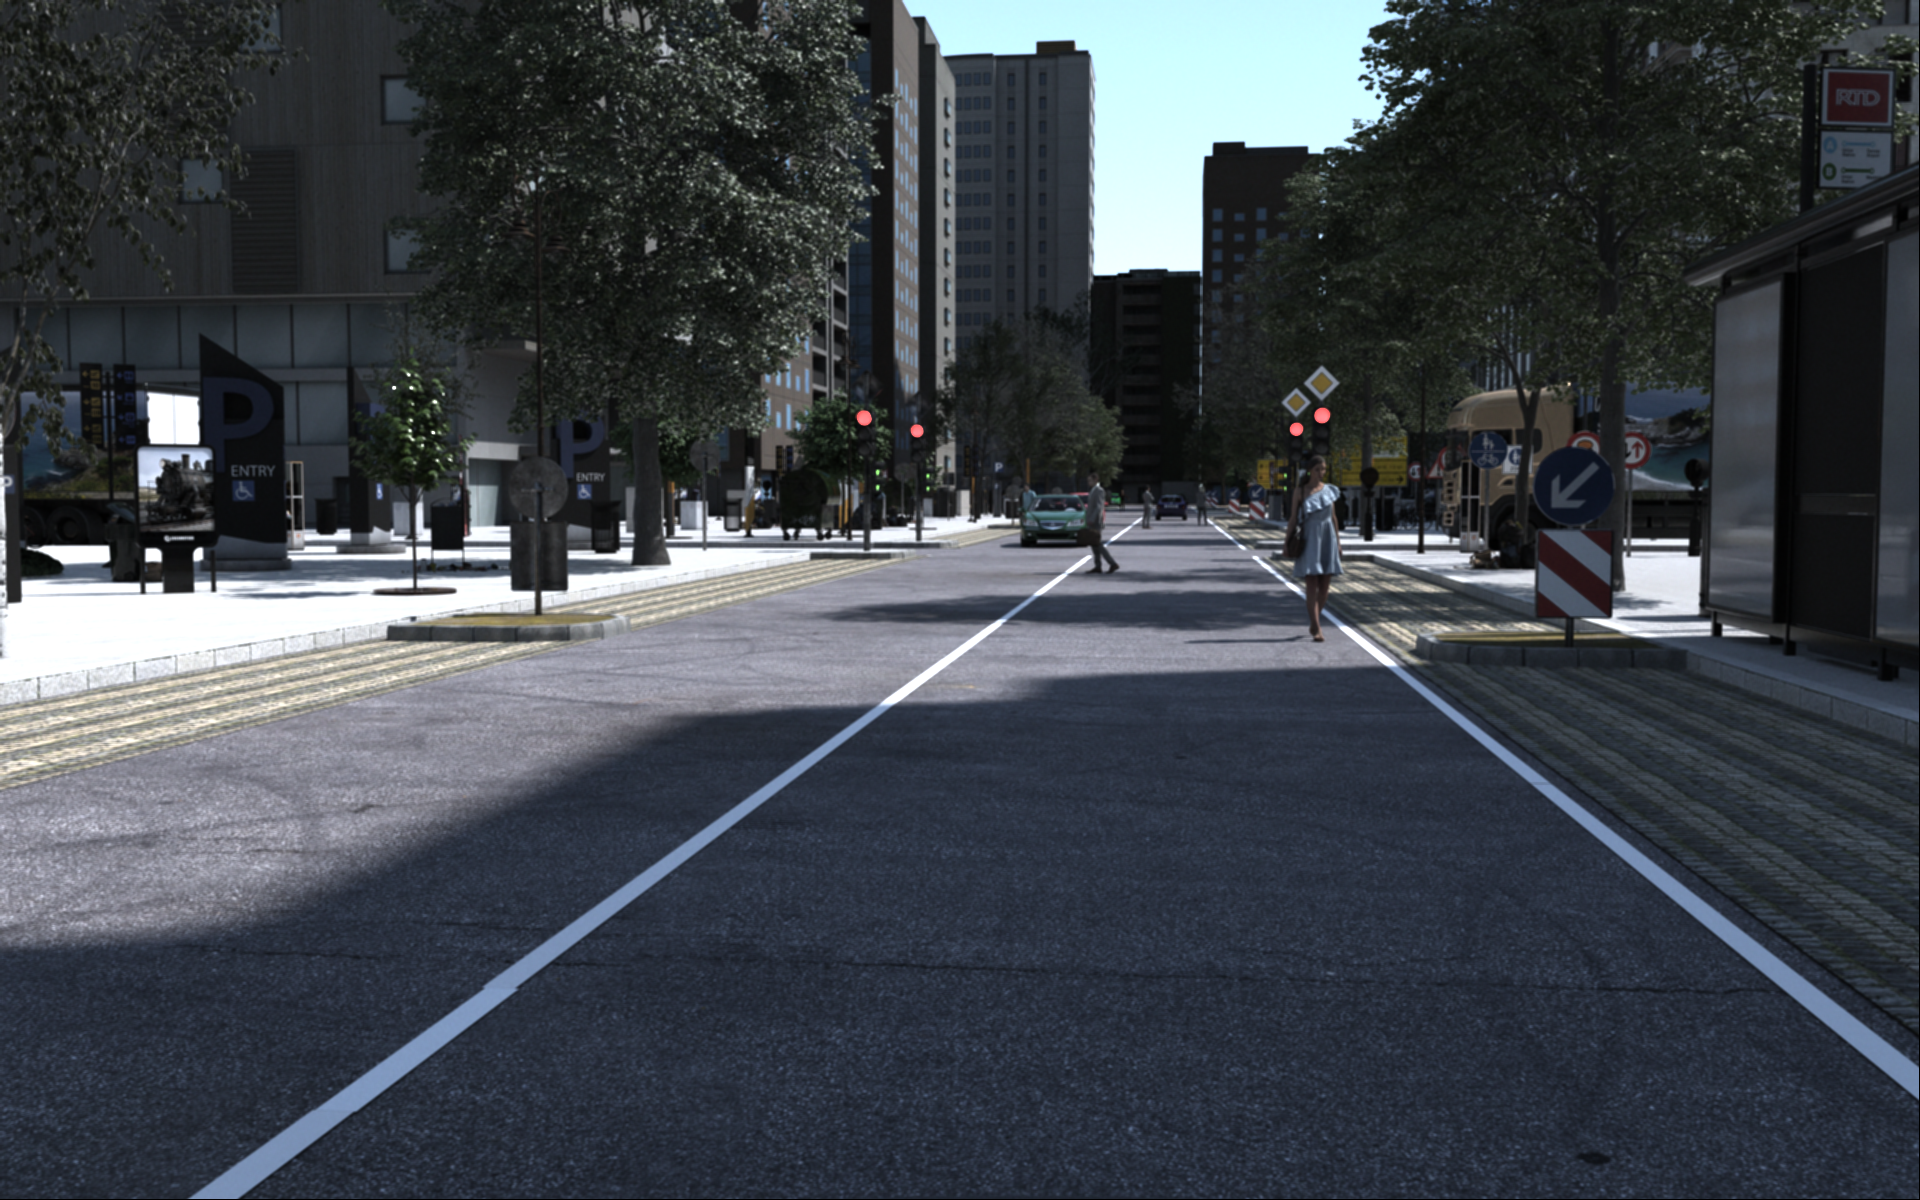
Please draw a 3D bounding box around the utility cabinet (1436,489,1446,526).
[{"bbox_3d":[19.772,-3.738,69.790,1.173,1.500,0.318,-2,4,-25],"label":"utility cabinet"}]

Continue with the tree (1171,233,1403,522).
[{"bbox_3d":[15.495,-10.432,80.927,12.009,13.543,11.850,0,3,0],"label":"tree"}]

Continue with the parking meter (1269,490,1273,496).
[{"bbox_3d":[19.097,-6.155,106.343,0.255,1.863,0.399,1,4,9],"label":"parking meter"}]

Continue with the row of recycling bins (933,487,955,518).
[{"bbox_3d":[-0.855,-5.430,95.896,1.069,1.692,3.534,-1,4,-8],"label":"row of recycling bins"}]

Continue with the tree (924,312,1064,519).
[{"bbox_3d":[1.211,-9.426,88.535,7.601,10.594,8.767,2,4,28],"label":"tree"}]

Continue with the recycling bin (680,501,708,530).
[{"bbox_3d":[-9.535,-3.031,62.108,0.722,1.027,0.722,2,4,29],"label":"recycling bin"}]

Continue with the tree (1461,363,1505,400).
[{"bbox_3d":[29.441,-9.000,97.516,4.360,8.622,3.978,0,3,0],"label":"tree"}]

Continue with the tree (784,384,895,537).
[{"bbox_3d":[-3.596,-4.171,51.917,4.285,4.588,4.351,0,3,0],"label":"tree"}]

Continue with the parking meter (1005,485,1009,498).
[{"bbox_3d":[3.027,-6.259,108.050,0.399,1.863,0.255,3,4,36],"label":"parking meter"}]

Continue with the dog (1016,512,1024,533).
[{"bbox_3d":[2.489,-2.880,63.922,0.513,0.831,0.800,-3,4,-36],"label":"dog"}]

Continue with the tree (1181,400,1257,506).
[{"bbox_3d":[28.617,-16.610,188.585,9.611,12.733,9.660,0,3,0],"label":"tree"}]

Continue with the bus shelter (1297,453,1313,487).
[{"bbox_3d":[18.995,-7.043,92.784,2.179,5.291,8.768,0,4,7],"label":"bus shelter"}]

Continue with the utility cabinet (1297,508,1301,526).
[{"bbox_3d":[13.628,-3.687,68.963,0.318,1.500,1.173,2,4,30],"label":"utility cabinet"}]

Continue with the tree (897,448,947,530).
[{"bbox_3d":[-1.302,-4.151,62.473,1.663,3.219,1.824,0,3,0],"label":"tree"}]

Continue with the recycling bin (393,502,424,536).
[{"bbox_3d":[-16.979,-2.493,53.318,0.722,1.027,0.722,0,3,0],"label":"recycling bin"}]

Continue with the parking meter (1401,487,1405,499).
[{"bbox_3d":[27.008,-6.131,105.949,0.399,1.863,0.255,2,4,32],"label":"parking meter"}]

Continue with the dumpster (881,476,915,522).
[{"bbox_3d":[-2.831,-4.792,80.842,1.502,2.255,1.985,0,4,7],"label":"dumpster"}]

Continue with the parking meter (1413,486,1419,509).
[{"bbox_3d":[31.320,-6.928,118.978,0.399,1.863,0.255,2,4,29],"label":"parking meter"}]

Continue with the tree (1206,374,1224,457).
[{"bbox_3d":[12.360,-8.203,52.252,7.486,12.596,7.792,0,3,0],"label":"tree"}]

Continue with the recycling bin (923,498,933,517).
[{"bbox_3d":[-1.657,-5.286,98.984,0.722,1.027,0.722,3,4,37],"label":"recycling bin"}]

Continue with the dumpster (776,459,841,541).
[{"bbox_3d":[-4.225,-2.793,48.161,1.502,2.255,1.985,0,4,7],"label":"dumpster"}]

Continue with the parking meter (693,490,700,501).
[{"bbox_3d":[-14.750,-5.424,97.096,0.372,1.533,0.369,0,3,0],"label":"parking meter"}]

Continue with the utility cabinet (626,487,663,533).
[{"bbox_3d":[-10.375,-2.954,56.979,1.173,1.500,0.318,0,4,-2],"label":"utility cabinet"}]

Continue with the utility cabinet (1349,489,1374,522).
[{"bbox_3d":[18.380,-4.323,79.367,1.173,1.500,0.318,-2,4,-25],"label":"utility cabinet"}]

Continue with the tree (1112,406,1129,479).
[{"bbox_3d":[15.600,-17.178,198.983,7.486,12.596,7.792,0,3,0],"label":"tree"}]

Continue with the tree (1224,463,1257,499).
[{"bbox_3d":[27.902,-11.517,172.014,4.285,4.588,4.351,0,3,0],"label":"tree"}]

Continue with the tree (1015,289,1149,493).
[{"bbox_3d":[11.642,-18.468,157.839,12.611,20.169,13.585,0,3,0],"label":"tree"}]

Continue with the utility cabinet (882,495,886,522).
[{"bbox_3d":[-3.885,-4.114,78.418,1.020,1.237,0.306,-2,4,-26],"label":"utility cabinet"}]

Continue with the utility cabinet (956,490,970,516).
[{"bbox_3d":[0.167,-5.610,100.402,0.318,1.500,1.173,2,4,26],"label":"utility cabinet"}]

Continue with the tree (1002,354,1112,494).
[{"bbox_3d":[7.328,-13.418,137.505,7.486,12.596,7.792,0,3,0],"label":"tree"}]

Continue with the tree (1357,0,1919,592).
[{"bbox_3d":[8.469,-6.418,23.059,7.486,12.596,7.792,0,3,0],"label":"tree"}]

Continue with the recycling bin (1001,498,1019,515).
[{"bbox_3d":[3.078,-5.597,104.071,0.722,1.027,0.722,1,4,19],"label":"recycling bin"}]

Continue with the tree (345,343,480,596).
[{"bbox_3d":[-6.955,-1.700,22.394,1.663,3.219,1.824,0,3,0],"label":"tree"}]

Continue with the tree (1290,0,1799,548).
[{"bbox_3d":[10.217,-5.929,31.349,8.767,10.594,7.601,1,4,12],"label":"tree"}]

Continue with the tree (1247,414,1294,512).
[{"bbox_3d":[21.948,-10.570,123.175,4.360,8.622,3.978,0,3,0],"label":"tree"}]

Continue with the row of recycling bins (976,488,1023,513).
[{"bbox_3d":[2.766,-6.771,117.824,3.534,1.692,1.069,-1,4,-15],"label":"row of recycling bins"}]

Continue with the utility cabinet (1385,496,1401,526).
[{"bbox_3d":[17.403,-3.580,69.697,0.306,1.237,1.020,0,4,-6],"label":"utility cabinet"}]

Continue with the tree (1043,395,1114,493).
[{"bbox_3d":[12.342,-15.631,181.324,9.928,11.665,9.643,0,3,0],"label":"tree"}]

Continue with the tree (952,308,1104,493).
[{"bbox_3d":[4.303,-12.488,114.547,12.009,13.543,11.850,0,3,0],"label":"tree"}]

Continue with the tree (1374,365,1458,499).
[{"bbox_3d":[23.988,-8.752,93.452,4.360,8.622,3.978,0,3,0],"label":"tree"}]

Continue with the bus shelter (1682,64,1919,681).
[{"bbox_3d":[7.404,-2.223,13.981,2.179,5.291,8.768,0,4,7],"label":"bus shelter"}]

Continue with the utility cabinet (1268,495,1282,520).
[{"bbox_3d":[15.473,-4.523,85.116,0.306,1.237,1.020,2,4,33],"label":"utility cabinet"}]

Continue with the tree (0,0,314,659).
[{"bbox_3d":[-7.275,-3.853,13.352,4.360,8.622,3.978,0,3,0],"label":"tree"}]

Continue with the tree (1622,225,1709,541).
[{"bbox_3d":[19.111,-5.923,47.197,4.360,8.622,3.978,0,3,0],"label":"tree"}]

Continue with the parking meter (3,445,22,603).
[{"bbox_3d":[-11.276,-0.893,20.313,0.255,1.863,0.399,1,4,20],"label":"parking meter"}]

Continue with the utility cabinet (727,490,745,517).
[{"bbox_3d":[-12.443,-5.406,97.067,1.173,1.500,0.318,0,4,6],"label":"utility cabinet"}]

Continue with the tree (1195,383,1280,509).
[{"bbox_3d":[24.585,-13.900,153.015,9.928,11.665,9.643,0,3,0],"label":"tree"}]

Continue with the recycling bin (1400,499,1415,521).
[{"bbox_3d":[21.658,-4.361,83.856,0.722,1.027,0.722,0,4,1],"label":"recycling bin"}]

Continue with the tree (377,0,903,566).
[{"bbox_3d":[-5.580,-7.591,30.766,9.857,13.997,8.962,0,3,0],"label":"tree"}]

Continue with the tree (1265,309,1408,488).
[{"bbox_3d":[13.508,-6.952,64.032,4.737,8.622,4.395,0,3,0],"label":"tree"}]
